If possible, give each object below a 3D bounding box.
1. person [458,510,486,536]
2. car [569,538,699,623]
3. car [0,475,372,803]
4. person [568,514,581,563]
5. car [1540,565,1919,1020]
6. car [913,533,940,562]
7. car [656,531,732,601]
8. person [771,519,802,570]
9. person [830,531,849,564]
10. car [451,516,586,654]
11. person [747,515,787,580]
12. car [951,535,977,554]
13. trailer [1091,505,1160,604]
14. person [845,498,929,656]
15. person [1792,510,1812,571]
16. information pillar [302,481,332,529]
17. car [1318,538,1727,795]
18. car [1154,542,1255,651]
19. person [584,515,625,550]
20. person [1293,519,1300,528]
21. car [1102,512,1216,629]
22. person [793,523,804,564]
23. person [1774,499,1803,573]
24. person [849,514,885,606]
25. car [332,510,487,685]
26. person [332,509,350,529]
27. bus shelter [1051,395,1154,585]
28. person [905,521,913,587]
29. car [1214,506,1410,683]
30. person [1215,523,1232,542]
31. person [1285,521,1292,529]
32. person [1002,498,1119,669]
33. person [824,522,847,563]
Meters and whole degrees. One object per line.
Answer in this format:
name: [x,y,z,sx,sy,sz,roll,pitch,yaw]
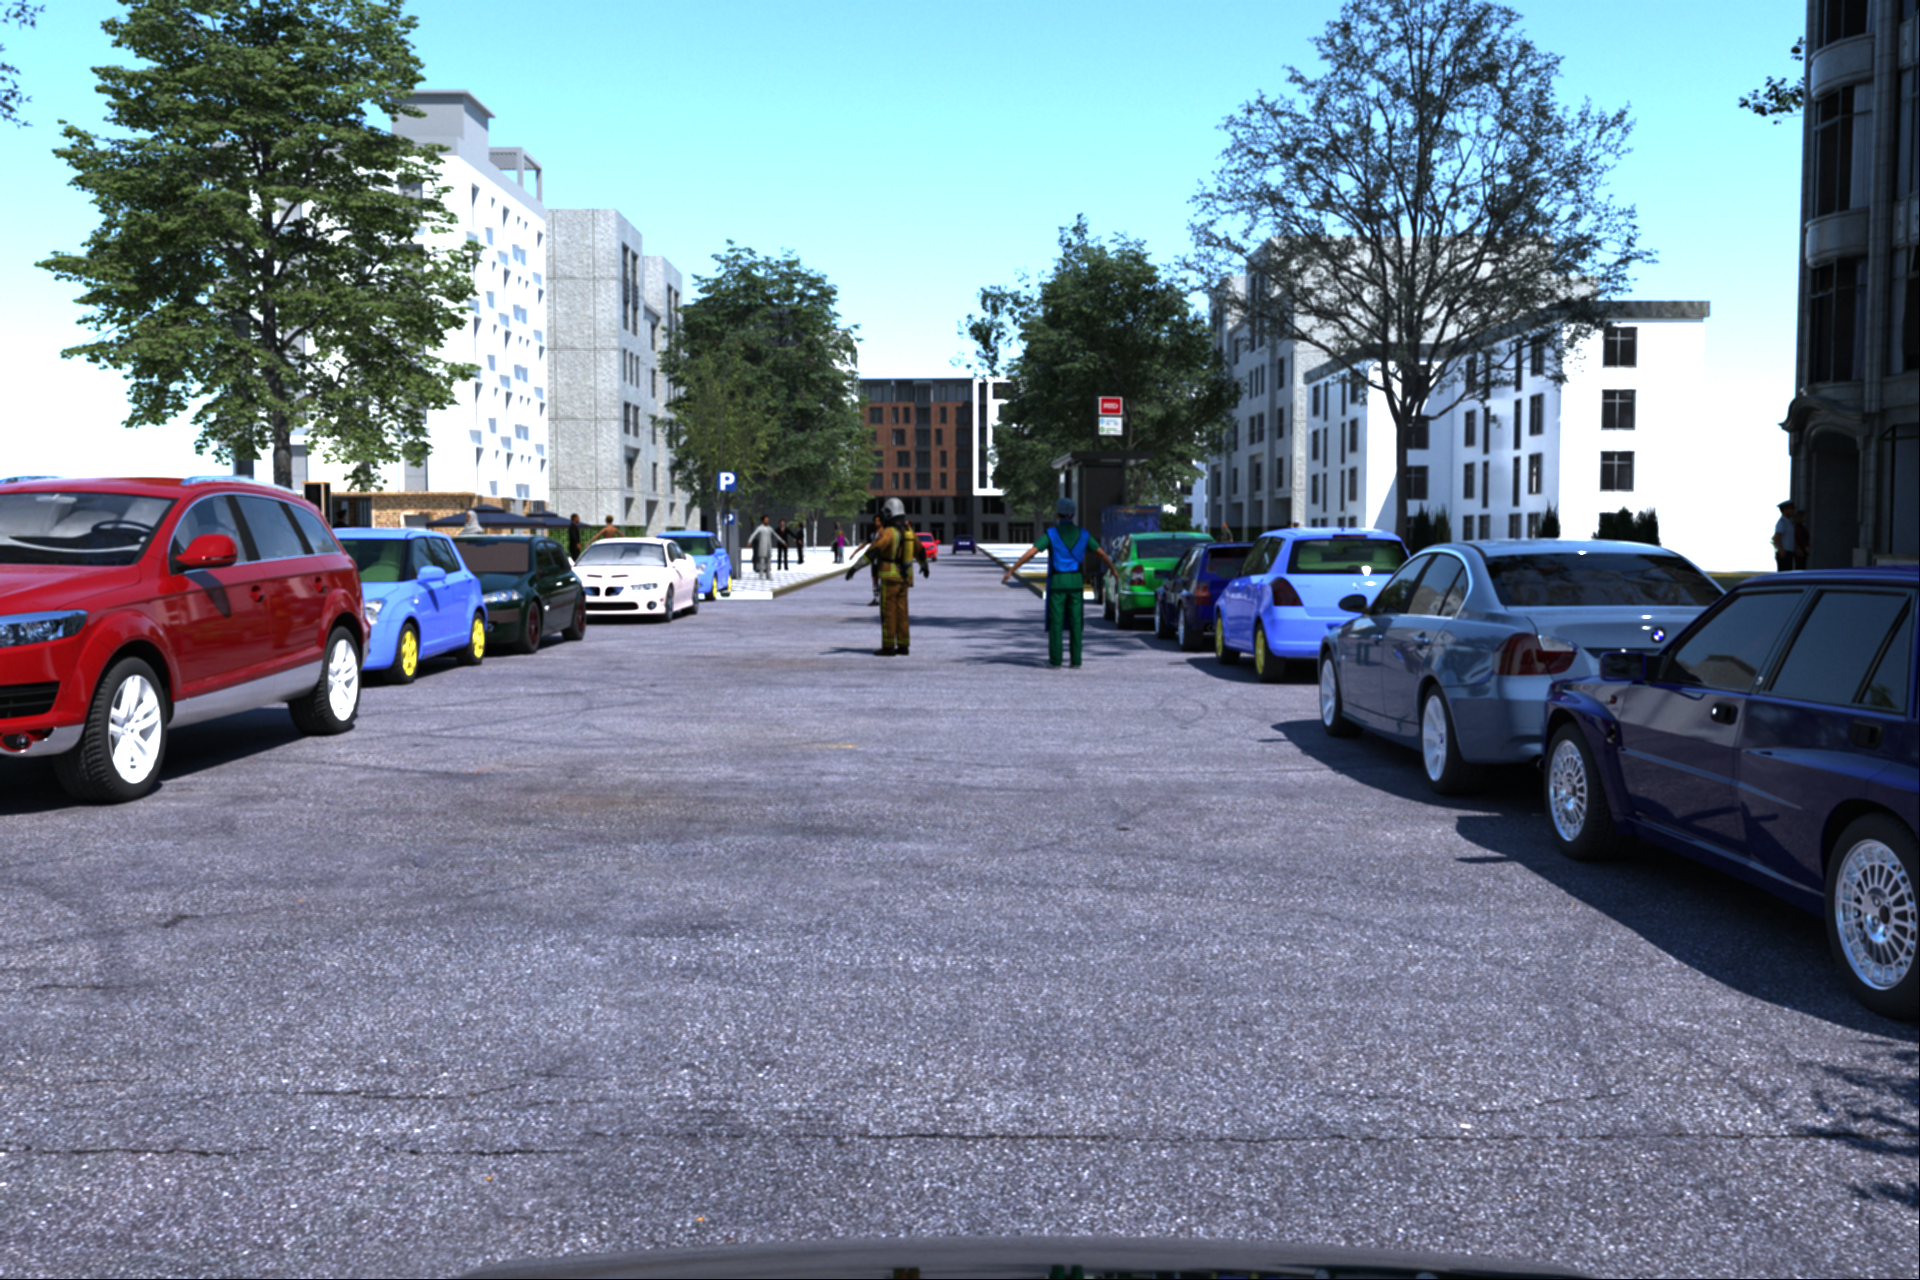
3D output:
person: [-9.439,-1.618,33.222,1.217,1.736,0.721,2,4,33]
car: [-5.610,-1.050,29.530,2.083,1.381,4.827,0,3,0]
car: [-5.419,-0.137,10.916,2.281,1.827,5.304,0,3,0]
person: [-9.877,-2.344,44.554,0.704,1.802,1.346,-1,4,-13]
car: [3.547,0.374,6.461,1.945,1.354,3.894,0,4,-1]
car: [-2.100,-4.985,90.549,2.155,1.783,4.494,0,4,0]
car: [-6.065,-1.746,38.138,1.945,1.707,3.694,0,3,0]
person: [-6.260,-3.362,61.160,1.347,1.806,0.705,-1,4,-13]
person: [-5.123,-3.954,73.907,0.991,1.433,0.599,2,4,29]
car: [-5.936,-0.742,21.919,2.009,1.686,4.222,0,3,0]
person: [-5.445,-2.592,48.565,1.347,1.806,0.705,-3,5,-41]
car: [0.301,-6.923,125.772,1.945,1.354,3.894,0,4,0]
trailer: [3.502,-1.798,36.445,1.471,1.999,3.904,0,3,0]
person: [-0.794,-0.748,20.452,0.705,1.858,1.354,3,5,42]
person: [16.003,-1.591,32.820,0.721,1.729,1.215,1,4,21]
information pillar: [-9.010,-1.212,24.312,0.304,2.012,0.304,0,4,-1]
car: [3.469,0.074,10.789,2.014,1.417,4.499,0,3,0]
car: [3.551,-0.608,22.529,1.945,1.354,3.894,0,4,0]
person: [-8.458,-2.128,41.589,1.217,1.733,0.721,-3,5,-42]
person: [11.005,-3.106,57.255,0.721,1.772,1.216,1,4,9]
car: [3.257,-1.142,27.463,1.959,1.807,4.718,0,4,0]
person: [-6.829,-4.066,73.192,0.721,1.740,1.216,1,4,11]
person: [13.455,-1.369,28.179,0.704,1.855,1.343,3,4,37]
person: [-1.608,-1.579,34.414,1.345,1.843,0.704,2,4,34]
car: [-6.077,-0.490,17.609,1.945,1.707,3.694,0,3,0]
person: [-13.840,-2.015,38.874,1.347,1.837,0.705,2,4,27]
bus shelter: [3.736,-4.301,47.948,2.179,5.291,8.768,0,4,-2]
person: [-1.405,-2.331,46.848,0.705,1.796,1.348,0,4,-8]
car: [3.697,-0.514,18.002,1.945,1.707,3.694,0,4,-1]
person: [11.920,-4.382,77.914,0.705,1.796,1.348,-2,4,-24]
person: [13.453,-3.953,70.767,1.346,1.812,0.704,1,4,16]
person: [1.108,-0.605,18.482,1.347,1.817,0.704,-1,4,-19]
person: [-5.421,-4.297,76.380,1.348,1.813,0.705,3,4,38]
